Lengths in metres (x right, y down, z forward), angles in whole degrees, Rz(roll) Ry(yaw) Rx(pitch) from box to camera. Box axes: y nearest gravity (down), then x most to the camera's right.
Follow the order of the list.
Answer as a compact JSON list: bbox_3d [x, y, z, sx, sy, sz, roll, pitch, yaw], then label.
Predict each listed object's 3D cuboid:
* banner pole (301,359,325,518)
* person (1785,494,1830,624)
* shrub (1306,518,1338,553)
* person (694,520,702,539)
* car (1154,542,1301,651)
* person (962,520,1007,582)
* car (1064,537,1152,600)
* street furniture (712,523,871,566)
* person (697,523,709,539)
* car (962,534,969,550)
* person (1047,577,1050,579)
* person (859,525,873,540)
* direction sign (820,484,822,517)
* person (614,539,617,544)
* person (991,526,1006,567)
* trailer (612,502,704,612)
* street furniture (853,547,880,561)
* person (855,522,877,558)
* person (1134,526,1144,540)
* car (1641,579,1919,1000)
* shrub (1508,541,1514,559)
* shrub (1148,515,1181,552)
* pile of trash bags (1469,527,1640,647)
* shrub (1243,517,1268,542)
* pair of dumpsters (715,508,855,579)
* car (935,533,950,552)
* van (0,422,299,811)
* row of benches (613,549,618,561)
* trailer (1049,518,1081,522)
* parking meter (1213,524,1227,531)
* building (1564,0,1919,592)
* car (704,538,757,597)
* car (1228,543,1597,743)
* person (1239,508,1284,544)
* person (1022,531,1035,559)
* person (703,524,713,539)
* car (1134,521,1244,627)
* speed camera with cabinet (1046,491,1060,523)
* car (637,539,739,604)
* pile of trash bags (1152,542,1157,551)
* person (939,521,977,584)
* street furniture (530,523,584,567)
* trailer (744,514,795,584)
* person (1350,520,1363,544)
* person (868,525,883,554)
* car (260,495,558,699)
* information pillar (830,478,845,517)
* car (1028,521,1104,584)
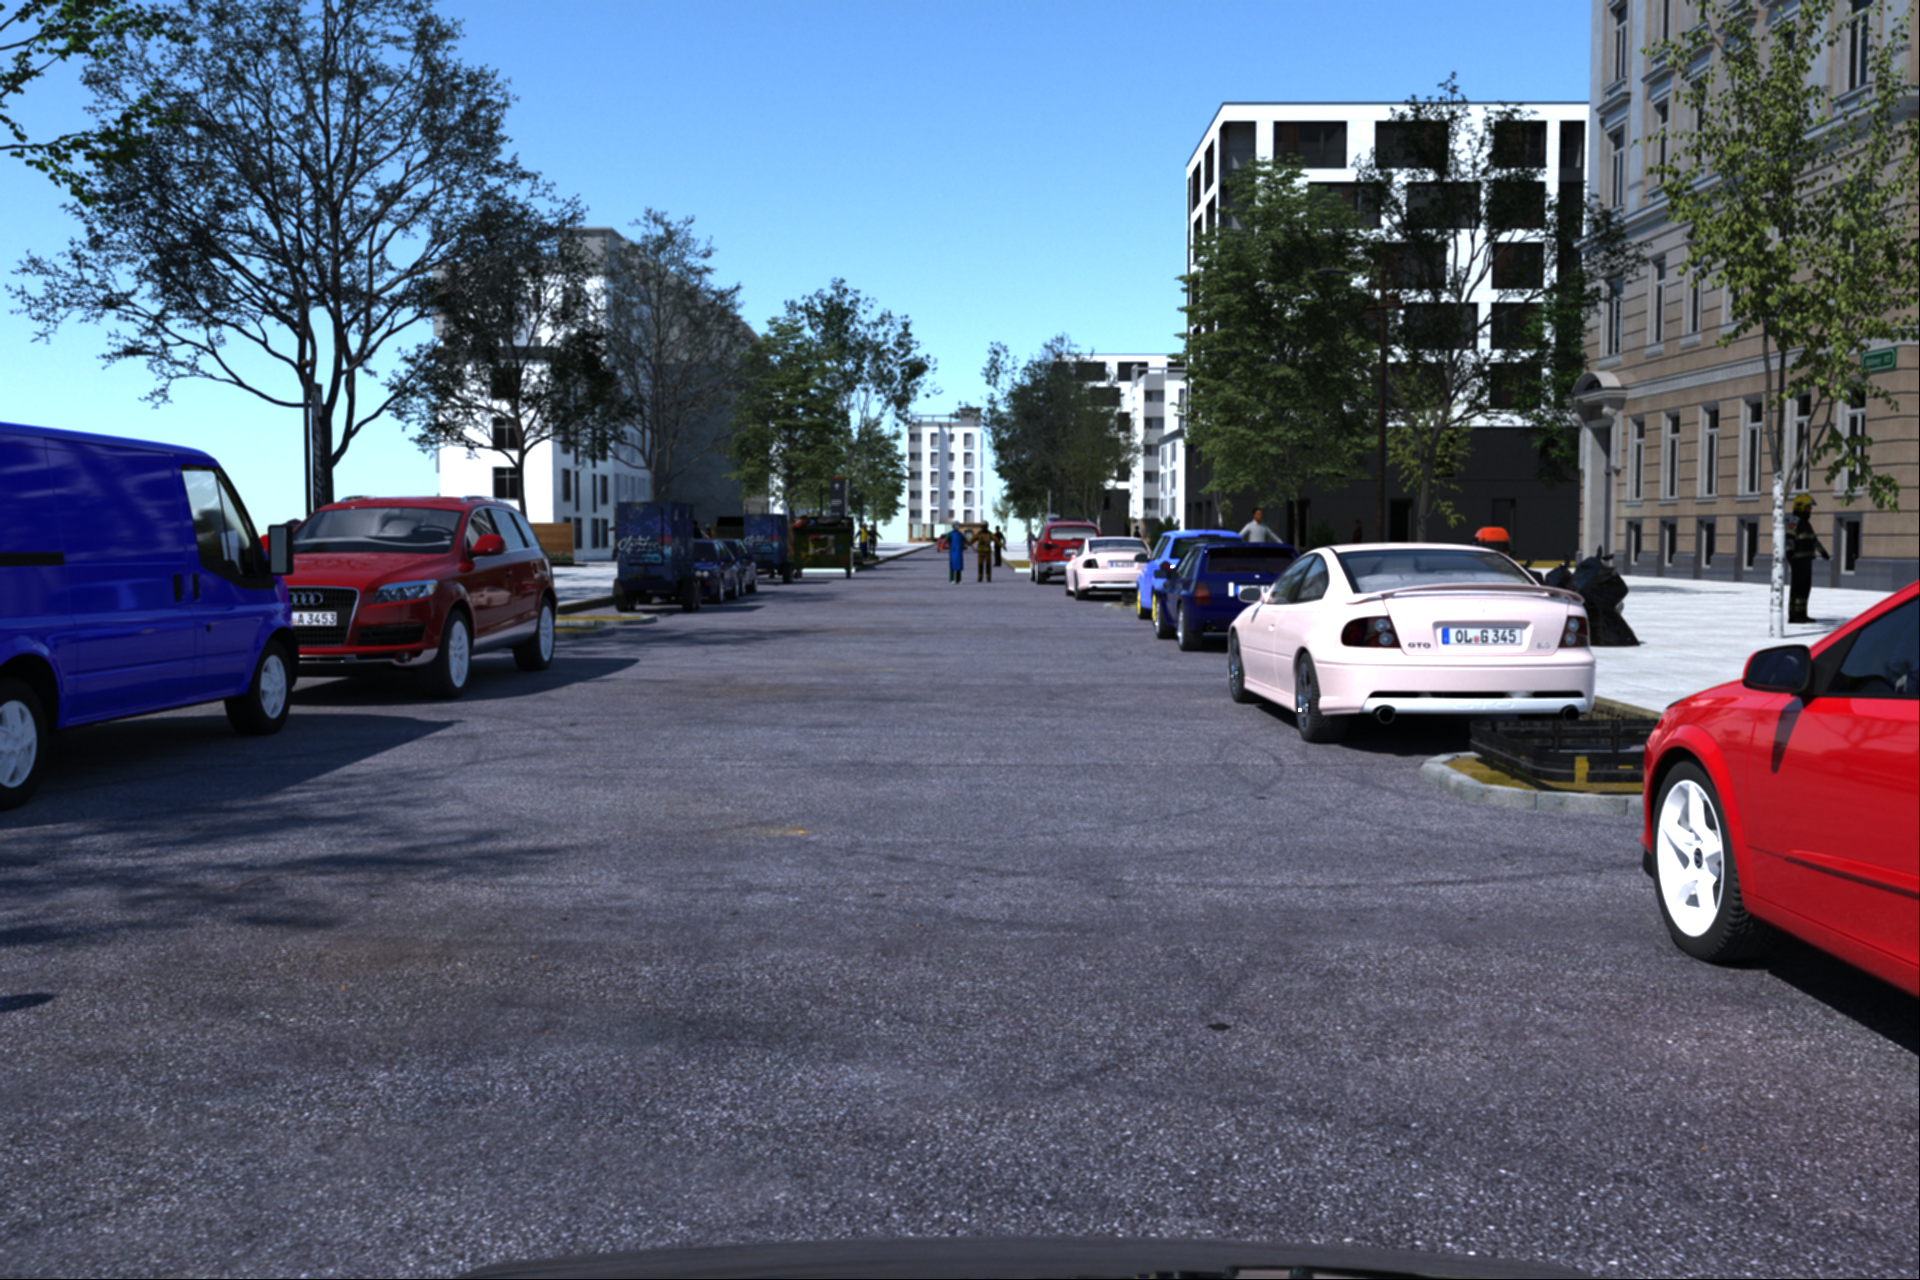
[{"bbox_3d":[-9.367,-2.148,25.131,0.401,3.779,0.863,0,4,1],"label":"banner pole"},{"bbox_3d":[12.132,-1.171,24.919,1.351,1.858,0.704,-3,5,-43],"label":"person"},{"bbox_3d":[17.004,-4.713,81.097,1.661,2.075,1.752,0,3,0],"label":"shrub"},{"bbox_3d":[-10.007,-3.611,65.218,0.705,1.806,1.347,1,4,20],"label":"person"},{"bbox_3d":[3.545,-0.606,22.486,1.945,1.354,3.894,0,3,0],"label":"car"},{"bbox_3d":[0.736,-2.673,51.926,1.354,1.858,0.705,0,4,5],"label":"person"},{"bbox_3d":[3.394,-1.614,38.750,2.083,1.381,4.827,0,4,-1],"label":"car"},{"bbox_3d":[-6.687,-3.941,71.292,11.010,1.723,9.812,0,4,-4],"label":"street furniture"},{"bbox_3d":[-11.759,-4.377,77.428,1.347,1.847,0.705,-1,4,-13],"label":"person"},{"bbox_3d":[-0.192,-9.136,159.161,2.009,1.686,4.222,0,4,-1],"label":"car"},{"bbox_3d":[2.674,-2.838,55.321,0.721,1.772,1.216,1,4,22],"label":"person"},{"bbox_3d":[-5.437,-5.713,99.596,0.705,1.806,1.347,-3,4,-37],"label":"person"},{"bbox_3d":[-6.261,-5.270,78.167,0.379,3.537,0.876,0,4,1],"label":"direction sign"},{"bbox_3d":[-12.350,-3.617,65.279,1.346,1.812,0.704,-1,4,-9],"label":"person"},{"bbox_3d":[1.637,-4.133,76.249,0.704,1.802,1.346,3,4,39],"label":"person"},{"bbox_3d":[-5.590,-1.490,31.406,1.471,1.999,3.904,0,4,0],"label":"trailer"},{"bbox_3d":[-8.840,-4.169,83.794,10.072,0.657,5.734,0,4,1],"label":"street furniture"},{"bbox_3d":[-4.313,-4.419,78.221,1.349,1.833,0.705,-3,5,-44],"label":"person"},{"bbox_3d":[9.745,-5.365,94.437,0.721,1.740,1.216,-1,4,-16],"label":"person"},{"bbox_3d":[3.346,0.275,4.543,2.155,1.783,4.494,0,4,0],"label":"car"},{"bbox_3d":[23.244,-3.864,74.294,1.383,1.207,1.383,0,3,0],"label":"shrub"},{"bbox_3d":[8.194,-3.934,68.357,1.661,2.075,1.752,0,3,0],"label":"shrub"},{"bbox_3d":[6.856,-0.696,21.132,1.912,1.369,3.447,0,4,1],"label":"pile of trash bags"},{"bbox_3d":[14.188,-4.736,81.477,1.661,2.075,1.752,0,3,0],"label":"shrub"},{"bbox_3d":[-5.589,-3.085,55.385,4.436,2.255,1.574,0,4,0],"label":"pair of dumpsters"},{"bbox_3d":[-0.899,-7.970,139.352,2.155,1.783,4.494,0,4,0],"label":"car"},{"bbox_3d":[-5.828,-0.381,10.614,2.240,2.365,5.245,0,4,1],"label":"van"},{"bbox_3d":[-15.610,-4.186,83.901,1.422,0.672,4.104,1,4,18],"label":"row of benches"},{"bbox_3d":[3.709,-3.374,62.211,1.471,1.999,3.904,0,4,-1],"label":"trailer"},{"bbox_3d":[6.841,-2.272,45.561,0.372,1.533,0.369,0,3,0],"label":"parking meter"},{"bbox_3d":[26.749,-15.976,47.119,13.634,28.700,20.117,0,4,0],"label":"building"},{"bbox_3d":[-5.818,-1.734,40.938,1.945,1.354,3.894,0,4,0],"label":"car"},{"bbox_3d":[3.267,-0.056,13.278,2.083,1.381,4.827,0,4,-1],"label":"car"},{"bbox_3d":[6.045,-1.774,35.166,1.344,1.810,0.704,-1,4,-21],"label":"person"},{"bbox_3d":[3.603,-4.949,90.188,0.599,1.433,0.991,3,5,44],"label":"person"},{"bbox_3d":[-14.994,-5.949,103.047,0.705,1.856,1.354,1,4,12],"label":"person"},{"bbox_3d":[3.822,-1.125,27.989,1.945,1.707,3.694,0,4,0],"label":"car"},{"bbox_3d":[4.239,-5.117,78.005,0.660,3.252,2.038,0,4,1],"label":"speed camera with cabinet"},{"bbox_3d":[-5.703,-1.462,36.485,1.945,1.354,3.894,0,3,0],"label":"car"},{"bbox_3d":[7.385,-2.964,58.206,1.912,1.369,3.447,0,4,0],"label":"pile of trash bags"},{"bbox_3d":[-0.100,-2.526,49.888,1.347,1.817,0.704,-3,4,-39],"label":"person"},{"bbox_3d":[-19.700,-3.860,69.967,9.812,1.723,11.010,-1,4,-11],"label":"street furniture"},{"bbox_3d":[-5.582,-2.585,49.316,1.471,1.999,3.904,0,4,0],"label":"trailer"},{"bbox_3d":[12.664,-2.976,55.462,0.721,1.729,1.215,2,4,24],"label":"person"},{"bbox_3d":[-5.173,-5.839,101.401,1.347,1.837,0.705,1,4,8],"label":"person"},{"bbox_3d":[-5.359,-0.494,16.744,2.281,1.827,5.304,0,4,0],"label":"car"},{"bbox_3d":[-5.619,-5.523,79.685,0.750,3.857,0.750,0,4,1],"label":"information pillar"},{"bbox_3d":[3.159,-2.578,50.818,2.281,1.827,5.304,0,4,0],"label":"car"}]
